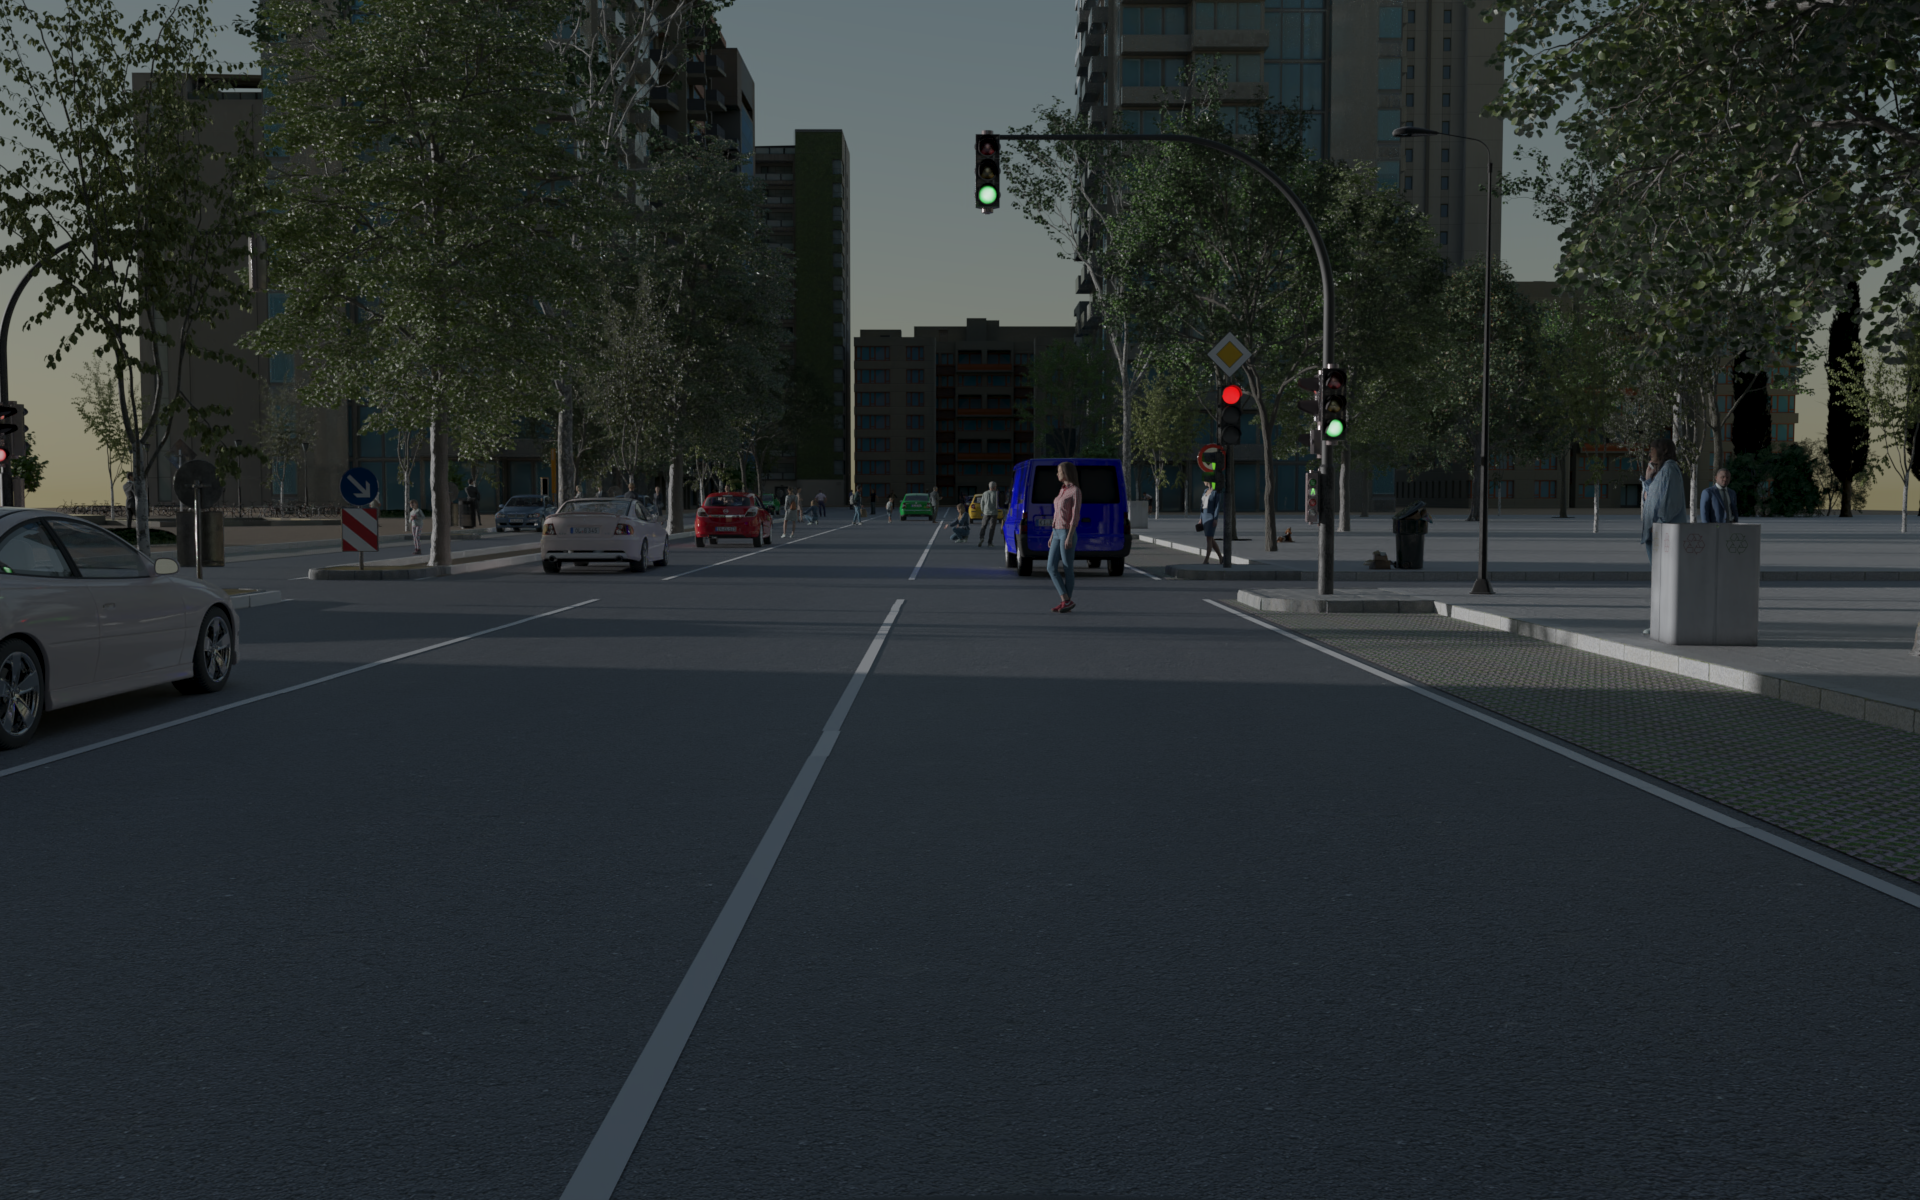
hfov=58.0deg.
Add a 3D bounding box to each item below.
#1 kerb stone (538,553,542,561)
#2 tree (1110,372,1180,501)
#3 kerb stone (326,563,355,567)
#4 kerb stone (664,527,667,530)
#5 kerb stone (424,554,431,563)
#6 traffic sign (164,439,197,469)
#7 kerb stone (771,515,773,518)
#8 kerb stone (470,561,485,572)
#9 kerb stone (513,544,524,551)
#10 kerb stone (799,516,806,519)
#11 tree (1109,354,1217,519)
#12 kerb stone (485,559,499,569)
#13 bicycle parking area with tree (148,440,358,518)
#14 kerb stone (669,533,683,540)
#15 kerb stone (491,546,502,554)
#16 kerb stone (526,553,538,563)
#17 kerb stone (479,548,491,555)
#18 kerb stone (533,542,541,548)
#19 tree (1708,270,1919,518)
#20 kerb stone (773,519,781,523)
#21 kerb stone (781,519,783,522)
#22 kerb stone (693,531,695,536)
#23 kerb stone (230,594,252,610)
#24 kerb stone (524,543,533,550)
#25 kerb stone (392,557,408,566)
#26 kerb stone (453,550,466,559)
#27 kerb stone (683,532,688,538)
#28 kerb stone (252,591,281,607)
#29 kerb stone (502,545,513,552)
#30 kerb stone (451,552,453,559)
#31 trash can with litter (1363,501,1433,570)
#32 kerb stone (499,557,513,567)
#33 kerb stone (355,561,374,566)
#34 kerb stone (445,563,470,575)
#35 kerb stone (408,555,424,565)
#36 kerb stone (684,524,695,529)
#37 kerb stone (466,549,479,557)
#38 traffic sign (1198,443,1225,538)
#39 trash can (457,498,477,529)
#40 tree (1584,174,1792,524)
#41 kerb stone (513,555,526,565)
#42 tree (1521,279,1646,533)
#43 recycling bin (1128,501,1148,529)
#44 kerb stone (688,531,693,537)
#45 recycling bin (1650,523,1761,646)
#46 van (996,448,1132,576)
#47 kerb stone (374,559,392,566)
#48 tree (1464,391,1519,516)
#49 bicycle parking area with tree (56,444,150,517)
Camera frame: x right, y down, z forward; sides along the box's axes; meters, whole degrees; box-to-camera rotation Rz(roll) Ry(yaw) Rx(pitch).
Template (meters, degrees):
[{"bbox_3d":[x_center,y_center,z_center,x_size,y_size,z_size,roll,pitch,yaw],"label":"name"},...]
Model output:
[{"bbox_3d":[-9.088,-0.926,37.353,0.120,0.150,1.000,0,3,0],"label":"kerb stone"},{"bbox_3d":[10.533,-9.226,101.214,4.360,8.622,3.978,0,3,0],"label":"tree"},{"bbox_3d":[-11.178,-0.551,31.196,0.120,0.150,1.000,0,3,0],"label":"kerb stone"},{"bbox_3d":[-11.252,-2.740,67.066,0.120,0.150,1.000,0,3,0],"label":"kerb stone"},{"bbox_3d":[-11.191,-0.864,36.322,0.120,0.150,1.000,0,3,0],"label":"kerb stone"},{"bbox_3d":[-18.475,-2.528,41.064,0.795,2.593,0.064,0,4,1],"label":"traffic sign"},{"bbox_3d":[-11.322,-5.000,103.996,0.120,0.150,1.000,0,3,0],"label":"kerb stone"},{"bbox_3d":[-9.078,-0.614,32.227,0.120,0.150,1.000,0,3,0],"label":"kerb stone"},{"bbox_3d":[-11.203,-1.302,43.489,0.120,0.150,1.000,0,3,0],"label":"kerb stone"},{"bbox_3d":[-9.226,-4.869,101.893,0.120,0.150,1.000,0,3,0],"label":"kerb stone"},{"bbox_3d":[9.948,-8.462,88.713,4.737,8.622,4.395,0,3,0],"label":"tree"},{"bbox_3d":[-9.085,-0.676,33.250,0.120,0.150,1.000,0,3,0],"label":"kerb stone"},{"bbox_3d":[-37.392,-6.551,94.106,9.016,4.147,8.231,2,4,32],"label":"bicycle parking area with tree"},{"bbox_3d":[-9.136,-2.054,55.788,0.120,0.150,1.000,0,3,0],"label":"kerb stone"},{"bbox_3d":[-11.203,-1.177,41.433,0.120,0.150,1.000,0,3,0],"label":"kerb stone"},{"bbox_3d":[-9.091,-0.865,36.331,0.120,0.150,1.000,0,3,0],"label":"kerb stone"},{"bbox_3d":[-11.199,-1.110,40.411,0.120,0.150,1.000,0,3,0],"label":"kerb stone"},{"bbox_3d":[-11.210,-1.428,45.535,0.120,0.150,1.000,0,3,0],"label":"kerb stone"},{"bbox_3d":[51.113,-12.016,98.279,18.604,14.587,13.155,0,4,-2],"label":"tree"},{"bbox_3d":[-9.194,-3.935,86.535,0.120,0.150,1.000,0,3,0],"label":"kerb stone"},{"bbox_3d":[-9.190,-3.997,87.557,0.120,0.150,1.000,0,3,0],"label":"kerb stone"},{"bbox_3d":[-9.131,-2.239,58.873,0.120,0.150,1.000,0,3,0],"label":"kerb stone"},{"bbox_3d":[-9.063,0.047,21.431,0.120,0.150,1.000,0,3,0],"label":"kerb stone"},{"bbox_3d":[-11.210,-1.365,44.513,0.120,0.150,1.000,0,3,0],"label":"kerb stone"},{"bbox_3d":[-11.186,-0.739,34.272,0.120,0.150,1.000,0,3,0],"label":"kerb stone"},{"bbox_3d":[-11.201,-0.989,38.366,0.120,0.150,1.000,0,3,0],"label":"kerb stone"},{"bbox_3d":[-9.131,-2.117,56.810,0.120,0.150,1.000,0,3,0],"label":"kerb stone"},{"bbox_3d":[-9.057,-0.015,22.455,0.120,0.150,1.000,0,3,0],"label":"kerb stone"},{"bbox_3d":[-11.205,-1.239,42.462,0.120,0.150,1.000,0,3,0],"label":"kerb stone"},{"bbox_3d":[-11.190,-0.927,37.344,0.120,0.150,1.000,0,3,0],"label":"kerb stone"},{"bbox_3d":[7.462,-1.108,29.505,1.055,1.170,0.624,-1,4,-9],"label":"trash can with litter"},{"bbox_3d":[-9.085,-0.740,34.287,0.120,0.150,1.000,0,3,0],"label":"kerb stone"},{"bbox_3d":[-11.183,-0.613,32.221,0.120,0.150,1.000,0,3,0],"label":"kerb stone"},{"bbox_3d":[-9.082,-0.551,31.200,0.120,0.150,1.000,0,3,0],"label":"kerb stone"},{"bbox_3d":[-11.188,-0.800,35.299,0.120,0.150,1.000,0,3,0],"label":"kerb stone"},{"bbox_3d":[-11.265,-3.058,72.188,0.120,0.150,1.000,0,3,0],"label":"kerb stone"},{"bbox_3d":[-11.190,-1.051,39.388,0.120,0.150,1.000,0,3,0],"label":"kerb stone"},{"bbox_3d":[6.350,-2.657,43.543,0.768,2.556,0.104,0,4,5],"label":"traffic sign"},{"bbox_3d":[-18.331,-3.230,64.458,0.748,1.137,0.748,0,3,0],"label":"trash can"},{"bbox_3d":[16.408,-5.430,39.136,4.360,8.622,3.978,0,3,0],"label":"tree"},{"bbox_3d":[-9.080,-0.802,35.309,0.120,0.150,1.000,0,3,0],"label":"kerb stone"},{"bbox_3d":[20.979,-6.554,57.513,4.737,8.622,4.395,0,3,0],"label":"tree"},{"bbox_3d":[6.565,-3.172,64.423,0.722,1.027,0.722,-1,4,-9],"label":"recycling bin"},{"bbox_3d":[-9.141,-2.180,57.843,0.120,0.150,1.000,0,3,0],"label":"kerb stone"},{"bbox_3d":[6.423,-0.146,14.949,0.722,1.027,0.722,1,4,8],"label":"recycling bin"},{"bbox_3d":[1.879,-1.688,31.975,2.240,2.365,5.245,0,4,-2],"label":"van"},{"bbox_3d":[-11.182,-0.676,33.243,0.120,0.150,1.000,0,3,0],"label":"kerb stone"},{"bbox_3d":[31.432,-9.245,101.512,4.360,8.622,3.978,0,3,0],"label":"tree"},{"bbox_3d":[-47.927,-6.960,100.806,9.016,4.147,8.231,-1,4,-21],"label":"bicycle parking area with tree"}]
